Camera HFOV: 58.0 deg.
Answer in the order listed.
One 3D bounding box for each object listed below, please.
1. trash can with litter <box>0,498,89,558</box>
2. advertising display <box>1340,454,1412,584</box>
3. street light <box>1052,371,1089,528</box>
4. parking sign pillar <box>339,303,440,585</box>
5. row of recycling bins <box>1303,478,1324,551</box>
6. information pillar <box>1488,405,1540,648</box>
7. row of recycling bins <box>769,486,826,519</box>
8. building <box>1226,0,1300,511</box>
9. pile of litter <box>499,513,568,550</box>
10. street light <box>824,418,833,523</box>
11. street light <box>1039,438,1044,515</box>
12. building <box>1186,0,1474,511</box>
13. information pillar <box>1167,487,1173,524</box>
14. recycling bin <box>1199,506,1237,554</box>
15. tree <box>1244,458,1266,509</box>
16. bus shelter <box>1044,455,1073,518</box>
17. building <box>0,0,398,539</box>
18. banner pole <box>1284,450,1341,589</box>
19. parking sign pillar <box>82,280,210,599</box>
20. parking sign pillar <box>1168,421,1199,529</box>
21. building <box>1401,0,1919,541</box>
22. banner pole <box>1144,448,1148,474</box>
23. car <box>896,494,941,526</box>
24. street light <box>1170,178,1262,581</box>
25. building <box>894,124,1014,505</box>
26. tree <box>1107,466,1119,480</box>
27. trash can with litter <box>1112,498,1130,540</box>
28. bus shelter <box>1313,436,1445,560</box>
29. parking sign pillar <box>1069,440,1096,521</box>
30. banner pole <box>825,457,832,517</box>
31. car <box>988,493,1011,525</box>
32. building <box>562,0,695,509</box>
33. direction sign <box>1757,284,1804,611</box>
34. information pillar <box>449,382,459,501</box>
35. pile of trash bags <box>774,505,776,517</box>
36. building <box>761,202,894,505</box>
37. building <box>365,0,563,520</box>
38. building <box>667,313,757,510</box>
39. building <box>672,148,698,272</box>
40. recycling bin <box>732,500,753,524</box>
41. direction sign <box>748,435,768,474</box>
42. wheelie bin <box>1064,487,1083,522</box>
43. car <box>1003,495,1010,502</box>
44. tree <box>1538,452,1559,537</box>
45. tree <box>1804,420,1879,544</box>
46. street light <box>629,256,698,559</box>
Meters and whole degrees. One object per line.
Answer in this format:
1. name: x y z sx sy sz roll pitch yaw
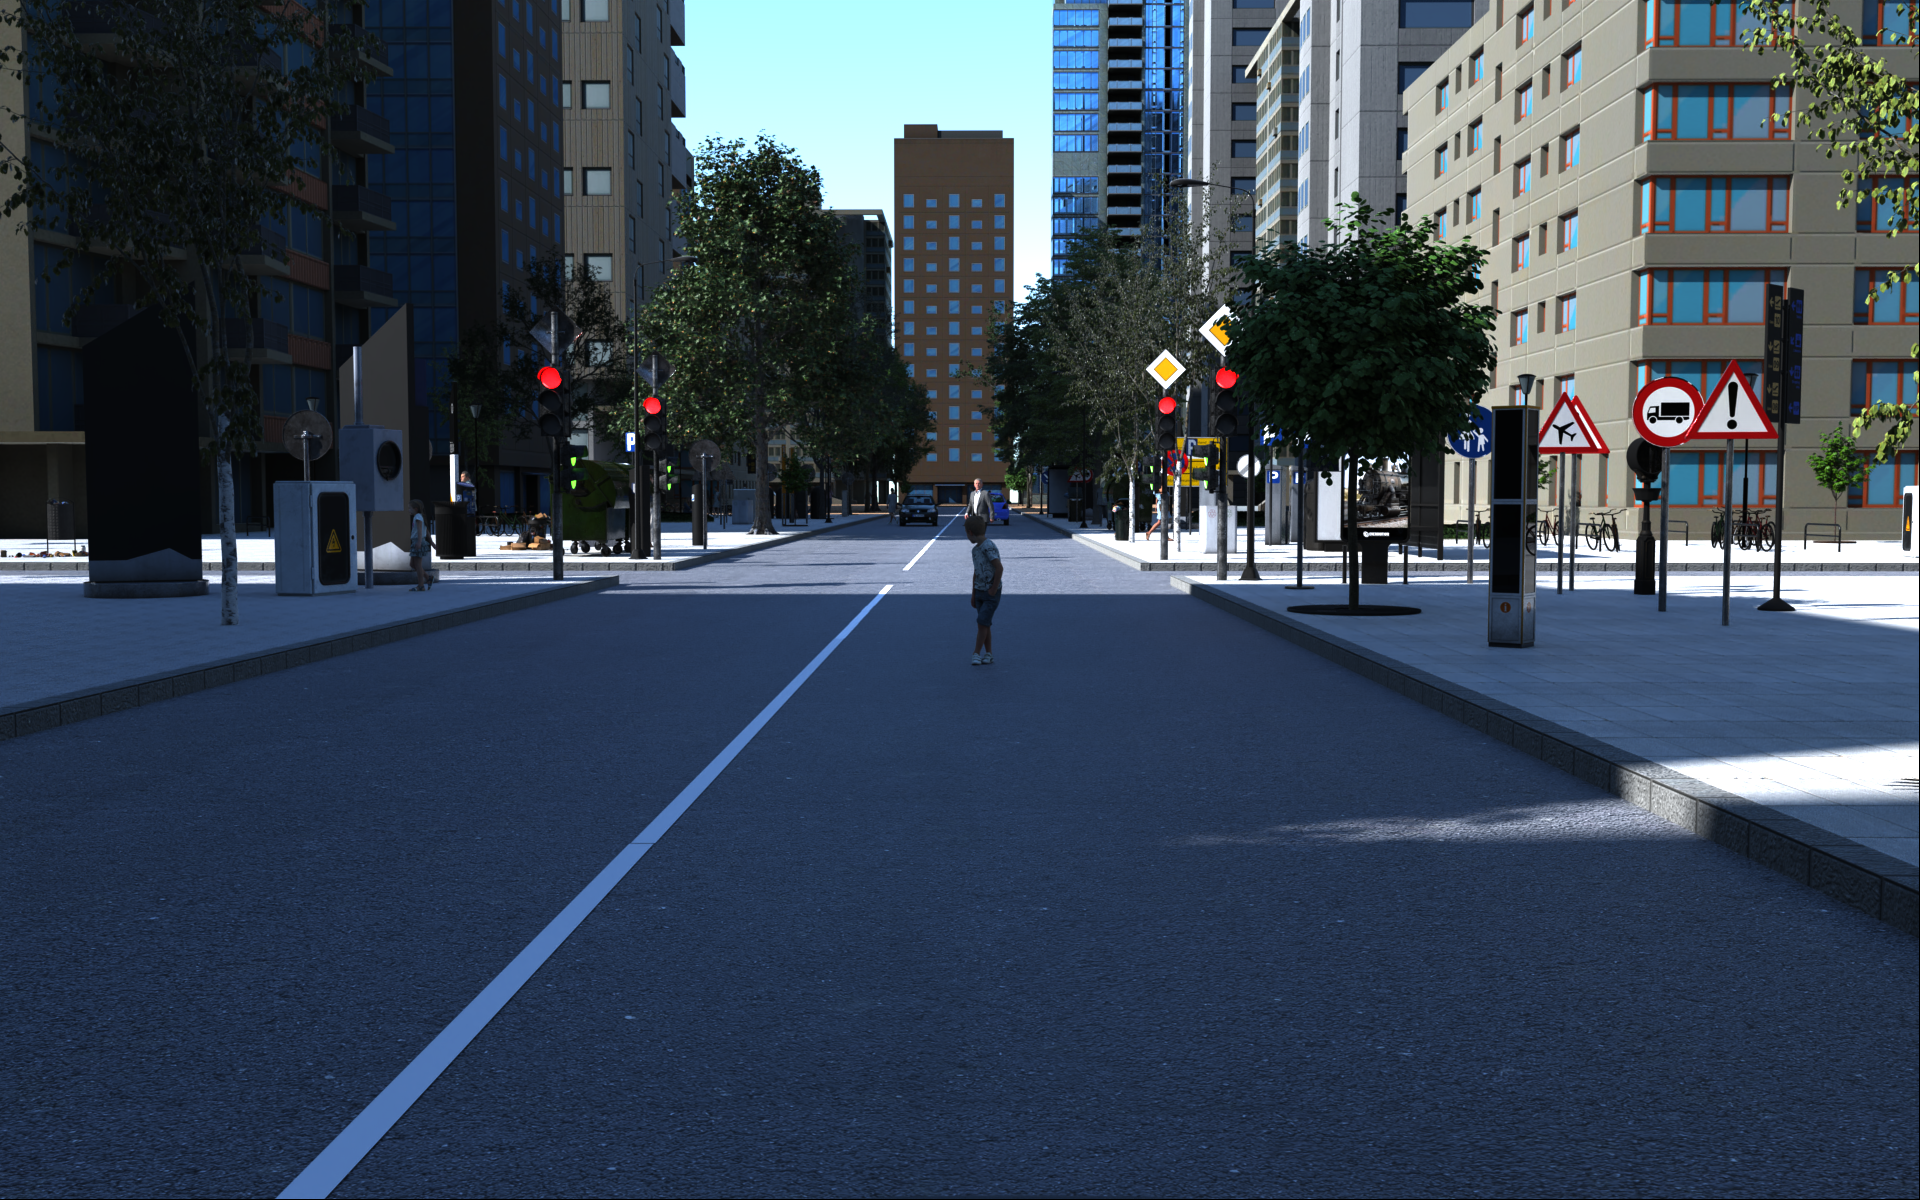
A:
1. trash can with litter: -18.831 -1.491 35.434 2.233 1.210 1.678 -2 4 -25
2. advertising display: 5.925 -1.192 24.695 0.974 1.923 0.123 1 4 17
3. street light: 4.154 -5.685 65.489 1.470 5.913 1.316 0 4 1
4. parking sign pillar: -8.286 -2.231 24.952 1.447 3.967 1.447 2 4 25
5. row of recycling bins: 8.576 -2.050 40.632 1.069 1.692 3.534 1 4 13
6. information pillar: 4.643 -0.614 14.524 0.304 2.012 0.304 3 4 39
7. row of recycling bins: -8.755 -5.104 90.567 3.534 1.692 1.069 0 4 -4
8. building: 35.395 -26.799 130.043 32.217 40.220 23.993 0 4 1
9. pile of litter: -9.807 -1.576 39.736 1.719 0.858 1.176 3 4 38
10. street light: -5.328 -6.398 77.146 1.470 5.913 1.316 0 4 1
11. street light: 4.554 -8.298 108.209 1.470 5.913 1.316 0 4 1
12. building: 31.091 -37.533 155.664 21.231 58.520 28.212 0 4 1
13. information pillar: 7.864 -3.739 65.631 0.304 2.012 0.304 2 4 30
14. recycling bin: 5.596 -1.529 37.549 0.722 1.027 0.722 0 4 0
15. tree: 15.938 -5.979 92.353 1.663 3.219 1.824 0 3 0
16. bus shelter: 5.493 -5.927 90.824 2.014 3.302 5.546 0 4 1
17. building: -33.483 -24.846 60.859 22.147 44.769 28.867 0 4 1
18. banner pole: 4.815 -2.046 23.466 0.863 3.779 0.401 -2 4 -24
19. parking sign pillar: -10.302 -2.040 21.834 1.447 3.967 1.447 -2 4 -24
20. parking sign pillar: 8.314 -4.626 64.104 1.447 3.967 1.447 1 4 15
21. building: 33.317 -13.198 60.825 28.899 21.520 27.650 0 4 1
22. banner pole: 9.988 -6.302 93.053 0.401 3.779 0.863 -1 4 -9
23. car: -1.866 -4.198 78.427 2.009 1.686 4.222 0 4 -1
24. street light: 3.787 -3.248 25.650 1.470 5.913 1.316 0 4 1
25. building: -0.640 -34.422 212.905 14.200 45.320 14.600 0 4 1
26. tree: 8.686 -6.137 94.948 1.663 3.219 1.824 0 3 0
27. trash can with litter: 4.443 -2.233 47.895 0.624 1.170 1.055 0 4 -5
28. bus shelter: 8.613 -2.567 35.895 2.014 3.302 5.546 0 4 1
29. parking sign pillar: 6.029 -5.873 84.496 1.447 3.967 1.447 -1 4 -16
30. banner pole: -7.416 -6.557 97.217 0.401 3.779 0.863 2 4 24
31. car: 1.424 -4.330 80.382 1.945 1.707 3.694 0 4 0
32. building: -34.511 -32.606 122.349 28.713 52.752 27.495 0 4 1
33. direction sign: 9.009 -1.652 19.010 0.876 3.537 0.379 -3 5 -41
34. information pillar: -10.599 -2.750 36.317 0.183 3.616 0.504 -2 4 -27
35. pile of trash bags: -9.817 -5.472 99.221 1.912 1.369 3.447 0 4 -2
36. building: -20.802 -32.455 222.513 23.993 40.220 32.217 0 4 1
37. building: -29.270 -26.922 90.279 14.600 45.320 14.200 0 4 1
38. building: -34.105 -19.073 156.888 28.899 21.520 27.650 0 4 1
39. building: -40.360 -34.465 213.619 14.200 45.320 14.600 0 4 1
40. recycling bin: -9.240 -3.734 73.612 0.722 1.027 0.722 1 4 13
41. direction sign: -7.733 -4.541 66.249 0.876 3.537 0.379 2 4 24
42. wheelie bin: 5.295 -4.435 80.422 0.980 1.594 0.693 0 4 -7
43. car: 2.322 -6.427 116.886 2.131 1.459 4.920 0 4 0
44. tree: 17.152 -3.519 52.135 1.663 3.219 1.824 0 3 0
45. tree: 23.051 -3.098 45.246 1.663 3.219 1.824 0 3 0
46. street light: -5.803 -3.756 33.954 1.470 5.913 1.316 0 4 1
